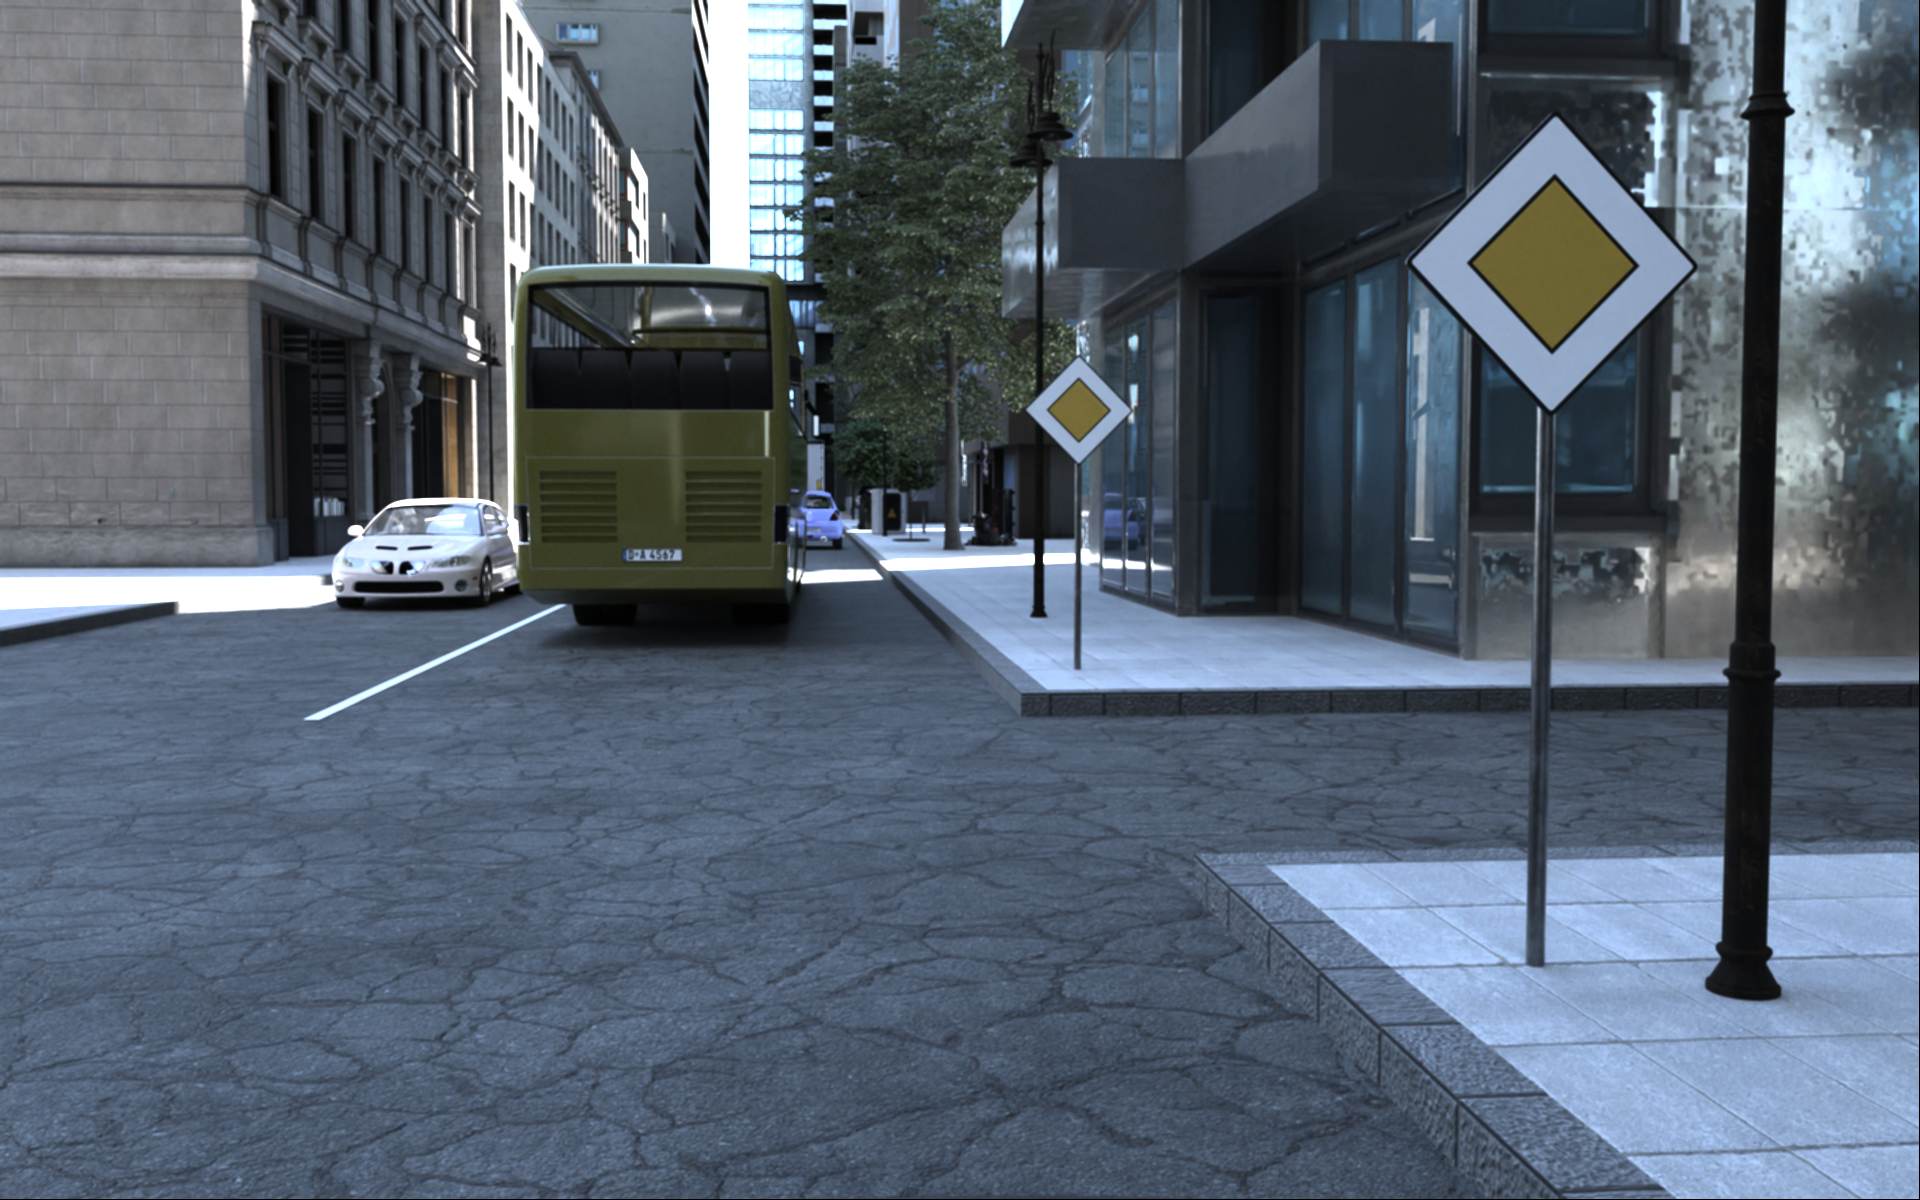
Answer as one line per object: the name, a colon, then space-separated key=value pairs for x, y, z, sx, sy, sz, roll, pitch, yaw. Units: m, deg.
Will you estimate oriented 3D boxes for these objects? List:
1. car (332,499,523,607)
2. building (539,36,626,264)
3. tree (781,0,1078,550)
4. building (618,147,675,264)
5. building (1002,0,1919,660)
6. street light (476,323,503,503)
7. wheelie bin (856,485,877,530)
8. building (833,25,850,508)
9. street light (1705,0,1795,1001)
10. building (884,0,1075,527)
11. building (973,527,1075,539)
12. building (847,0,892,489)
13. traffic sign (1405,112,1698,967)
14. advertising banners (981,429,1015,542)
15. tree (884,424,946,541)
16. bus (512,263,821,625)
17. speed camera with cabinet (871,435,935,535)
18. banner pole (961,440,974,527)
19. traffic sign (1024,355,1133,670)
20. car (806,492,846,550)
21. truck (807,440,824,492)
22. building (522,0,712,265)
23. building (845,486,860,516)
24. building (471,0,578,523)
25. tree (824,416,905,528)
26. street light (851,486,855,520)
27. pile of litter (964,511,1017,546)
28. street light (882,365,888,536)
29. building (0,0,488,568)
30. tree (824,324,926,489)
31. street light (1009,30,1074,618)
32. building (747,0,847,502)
car: x=-7.070 y=-0.679 z=23.458 sx=2.083 sy=1.381 sz=4.827 roll=0 pitch=4 yaw=-5
building: x=-20.619 y=-13.915 z=76.667 sx=9.793 sy=20.994 sz=18.267 roll=0 pitch=4 yaw=-5
tree: x=-0.164 y=-7.396 z=39.056 sx=7.486 sy=12.596 sz=7.792 roll=0 pitch=3 yaw=0
building: x=-31.396 y=-15.582 z=99.806 sx=27.650 sy=21.520 sz=28.899 roll=0 pitch=4 yaw=-5
building: x=15.745 y=-24.640 z=22.473 sx=30.456 sy=49.044 sz=23.786 roll=0 pitch=4 yaw=-5
street light: x=-12.738 y=-4.540 z=47.017 sx=0.468 sy=5.910 sz=1.993 roll=0 pitch=4 yaw=-5
wheelie bin: x=-3.219 y=-3.296 z=61.798 sx=0.980 sy=1.594 sz=0.693 roll=-2 pitch=4 yaw=-32
building: x=-4.331 y=-28.873 z=155.669 sx=14.154 sy=41.232 sz=14.086 roll=0 pitch=4 yaw=-5
street light: x=2.022 y=-1.927 z=4.294 sx=0.468 sy=5.910 sz=1.993 roll=0 pitch=4 yaw=-5
building: x=3.679 y=-26.329 z=80.594 sx=14.600 sy=45.320 sz=14.200 roll=0 pitch=4 yaw=-5
building: x=7.604 y=-24.769 z=55.078 sx=14.600 sy=45.320 sz=14.200 roll=0 pitch=4 yaw=-5
building: x=4.930 y=-33.399 z=135.305 sx=28.713 sy=52.752 sz=27.495 roll=0 pitch=4 yaw=-5
traffic sign: x=1.564 y=-0.062 z=4.655 sx=0.795 sy=2.450 sz=0.064 roll=0 pitch=4 yaw=-5
advertising banners: x=0.992 y=-3.066 z=46.317 sx=0.090 sy=3.025 sz=2.074 roll=-1 pitch=4 yaw=-23
tree: x=-1.433 y=-3.216 z=47.178 sx=1.663 sy=3.219 sz=1.824 roll=0 pitch=3 yaw=0
bus: x=-3.263 y=-1.856 z=21.900 sx=2.896 sy=3.916 sz=12.252 roll=0 pitch=4 yaw=-4
speed camera with cabinet: x=-1.806 y=-3.735 z=55.405 sx=2.038 sy=3.252 sz=0.660 roll=-2 pitch=4 yaw=-29
banner pole: x=0.251 y=-4.676 z=66.475 sx=0.401 sy=3.779 sz=0.863 roll=2 pitch=4 yaw=31
traffic sign: x=0.857 y=-0.548 z=12.609 sx=0.795 sy=2.450 sz=0.064 roll=0 pitch=4 yaw=-5
car: x=-3.988 y=-2.226 z=45.981 sx=1.945 sy=1.707 sz=3.694 roll=0 pitch=4 yaw=-5
truck: x=-8.884 y=-6.464 z=94.596 sx=2.839 sy=4.237 sz=11.283 roll=0 pitch=4 yaw=-7
building: x=-29.209 y=-30.628 z=124.476 sx=21.300 sy=48.544 sz=21.600 roll=0 pitch=4 yaw=-5
building: x=8.902 y=-25.581 z=110.130 sx=32.217 sy=40.220 sz=23.993 roll=0 pitch=4 yaw=-5
building: x=-19.419 y=-12.504 z=59.194 sx=10.420 sy=20.320 sz=16.860 roll=0 pitch=4 yaw=-5
tree: x=-3.549 y=-5.058 z=66.418 sx=4.285 sy=4.588 sz=4.351 roll=0 pitch=3 yaw=0
street light: x=-5.387 y=-6.992 z=87.109 sx=0.468 sy=5.910 sz=1.993 roll=0 pitch=4 yaw=-5
pile of litter: x=0.714 y=-1.789 z=43.222 sx=1.176 sy=0.858 sz=1.719 roll=-2 pitch=4 yaw=-30
street light: x=-2.288 y=-4.887 z=52.688 sx=0.468 sy=5.910 sz=1.993 roll=0 pitch=4 yaw=-5
building: x=-16.811 y=-10.992 z=30.630 sx=10.553 sy=20.767 sz=40.483 roll=0 pitch=4 yaw=-5
tree: x=-3.350 y=-7.395 z=71.263 sx=4.360 sy=8.622 sz=3.978 roll=0 pitch=3 yaw=0
street light: x=0.823 y=-2.759 z=17.903 sx=0.468 sy=5.910 sz=1.993 roll=0 pitch=4 yaw=-5
building: x=-10.271 y=-53.097 z=180.805 sx=31.000 sy=86.520 sz=22.319 roll=0 pitch=4 yaw=-5
